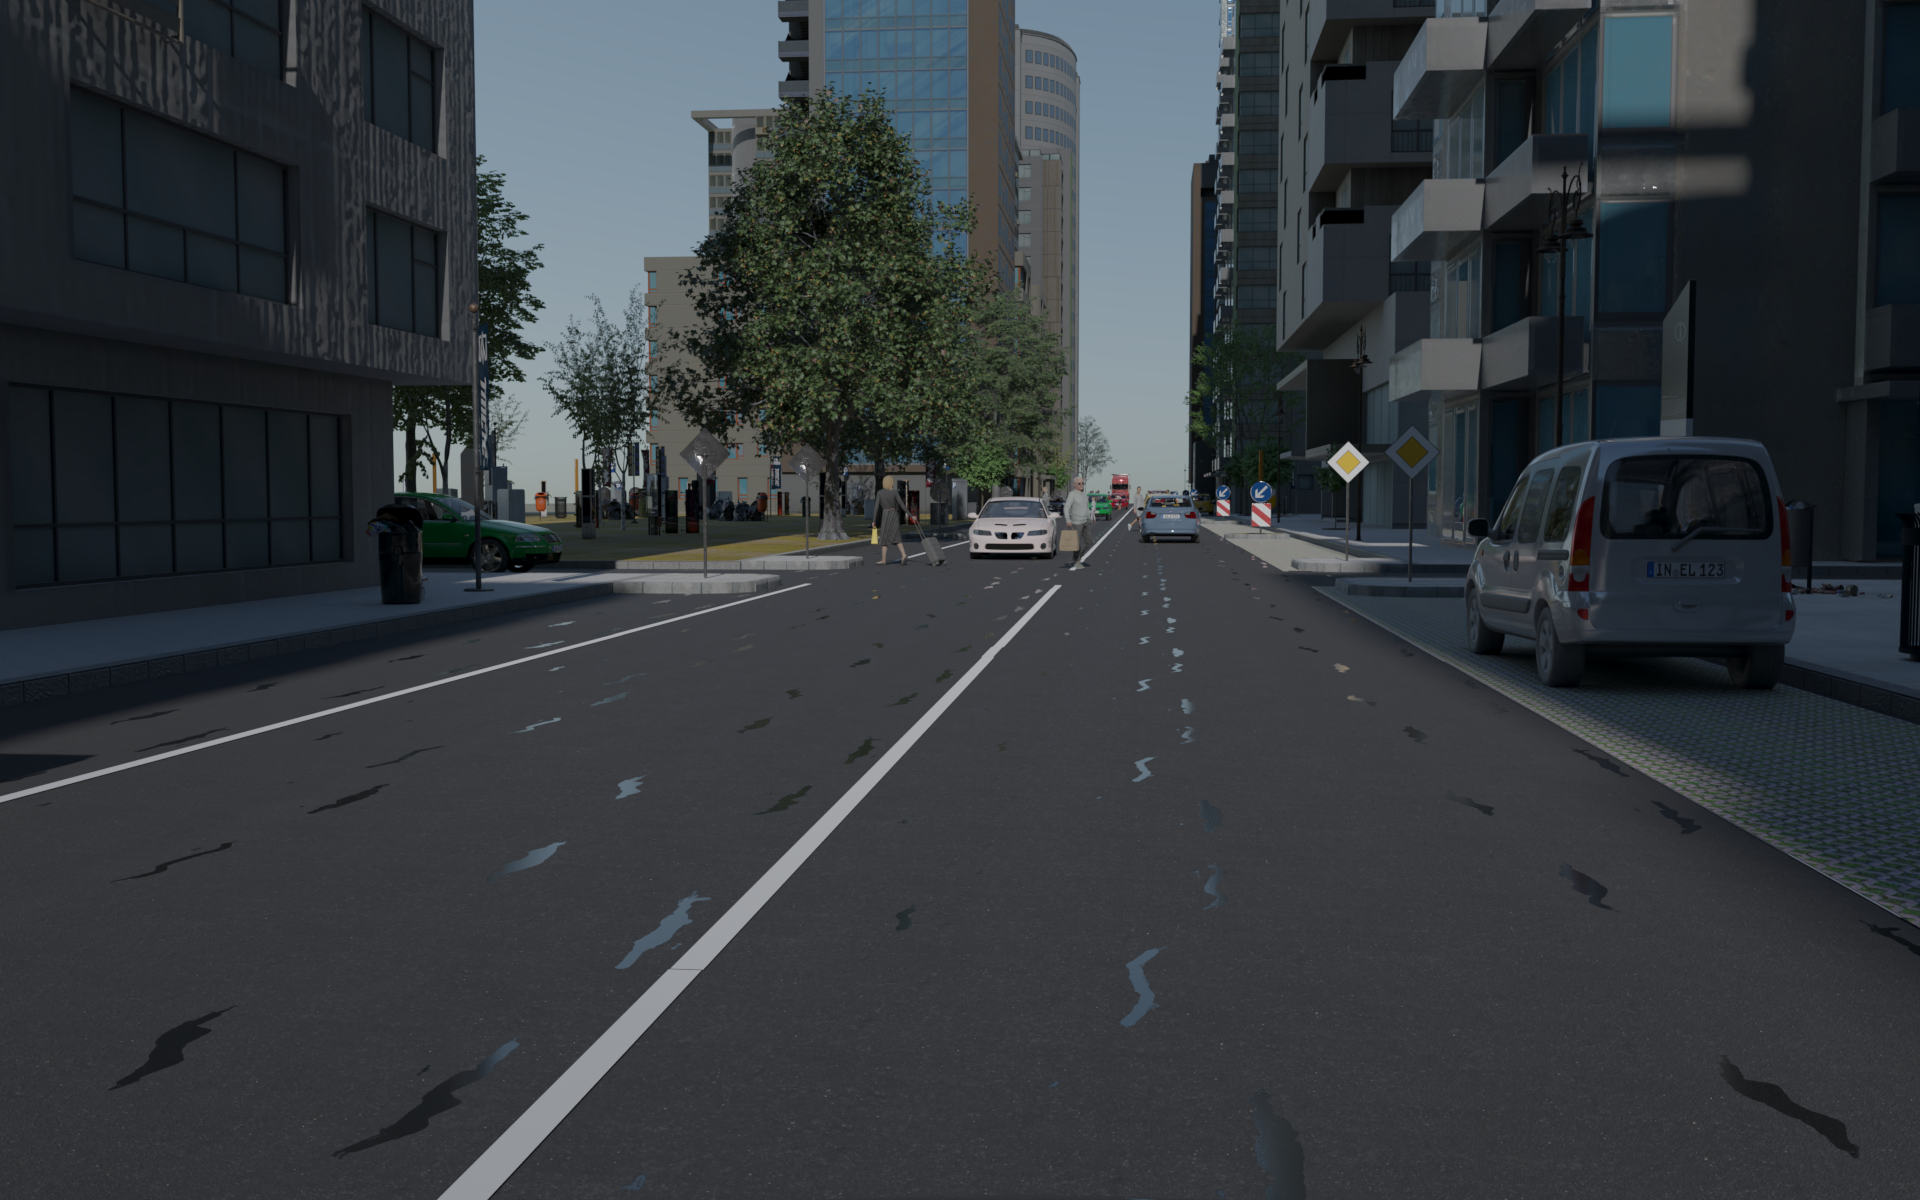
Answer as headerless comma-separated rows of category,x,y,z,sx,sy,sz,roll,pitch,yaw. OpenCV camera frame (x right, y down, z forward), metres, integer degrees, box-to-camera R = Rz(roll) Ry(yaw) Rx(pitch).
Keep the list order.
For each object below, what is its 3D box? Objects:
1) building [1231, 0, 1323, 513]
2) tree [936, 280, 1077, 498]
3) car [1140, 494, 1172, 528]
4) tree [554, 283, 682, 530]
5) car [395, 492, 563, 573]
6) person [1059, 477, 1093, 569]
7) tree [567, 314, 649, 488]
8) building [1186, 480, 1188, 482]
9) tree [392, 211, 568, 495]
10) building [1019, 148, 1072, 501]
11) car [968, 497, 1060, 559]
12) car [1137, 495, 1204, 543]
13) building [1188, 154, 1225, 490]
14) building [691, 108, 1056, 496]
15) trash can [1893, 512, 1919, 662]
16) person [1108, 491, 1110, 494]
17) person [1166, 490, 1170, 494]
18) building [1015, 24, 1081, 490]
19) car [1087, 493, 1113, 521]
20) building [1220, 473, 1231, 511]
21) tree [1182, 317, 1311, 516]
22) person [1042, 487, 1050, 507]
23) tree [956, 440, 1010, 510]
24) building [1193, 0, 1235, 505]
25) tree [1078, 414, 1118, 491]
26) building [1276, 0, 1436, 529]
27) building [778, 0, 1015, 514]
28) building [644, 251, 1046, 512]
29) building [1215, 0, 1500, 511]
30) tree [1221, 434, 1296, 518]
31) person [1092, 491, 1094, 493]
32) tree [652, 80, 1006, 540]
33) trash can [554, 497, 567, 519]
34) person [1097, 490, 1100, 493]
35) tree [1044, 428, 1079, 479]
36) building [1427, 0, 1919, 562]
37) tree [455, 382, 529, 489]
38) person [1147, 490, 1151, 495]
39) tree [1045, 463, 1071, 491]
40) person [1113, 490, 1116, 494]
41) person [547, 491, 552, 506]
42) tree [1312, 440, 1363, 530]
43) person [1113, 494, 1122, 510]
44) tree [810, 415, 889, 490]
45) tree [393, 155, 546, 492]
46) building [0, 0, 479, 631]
building,26.023,-26.708,120.268,14.154,41.232,14.086,0,4,6
tree,2.007,-11.986,102.634,9.857,13.997,8.962,0,3,0
car,8.412,-3.828,72.818,2.015,1.641,3.980,0,4,5
tree,-11.877,-6.777,61.162,4.360,8.622,3.978,0,3,0
car,-9.464,-1.350,30.869,4.718,1.807,1.959,0,4,5
person,2.204,-1.483,33.233,0.515,1.767,0.782,3,5,42
tree,-15.271,-7.423,71.724,4.737,8.622,4.395,0,3,0
building,44.815,-38.515,249.324,23.786,49.044,30.456,0,4,6
tree,-12.090,-5.463,39.685,4.737,8.622,4.395,0,3,0
building,5.561,-31.555,199.525,14.154,41.232,14.086,0,4,6
car,1.259,-1.673,39.708,2.083,1.381,4.827,0,4,5
car,6.326,-2.449,52.044,2.014,1.417,4.499,0,4,7
building,37.329,-35.334,227.825,14.600,45.320,14.200,0,4,6
building,-7.096,-29.005,166.114,32.217,40.220,23.993,0,4,6
trash can,7.550,-0.098,13.261,0.748,1.137,0.748,0,3,0
person,16.622,-11.235,192.894,1.217,1.736,0.721,3,4,38
person,13.238,-6.224,111.079,0.721,1.723,1.217,-3,4,-38
building,4.114,-41.491,220.382,21.231,58.520,28.212,0,4,6
car,7.380,-5.255,94.714,1.959,1.807,4.718,0,4,6
building,37.462,-27.297,138.187,32.217,40.220,23.993,0,4,6
tree,16.798,-10.699,100.678,9.928,11.665,9.643,0,3,0
person,4.301,-4.765,86.592,0.728,1.800,0.709,0,4,-5
tree,1.193,-6.821,95.234,4.285,4.588,4.351,0,3,0
building,39.382,-54.495,203.661,22.319,86.520,31.000,0,4,6
tree,19.041,-21.737,265.762,12.009,13.543,11.850,0,3,0
building,28.347,-29.679,74.484,28.713,52.752,27.495,0,4,6
building,-3.727,-28.521,116.428,14.600,45.320,14.200,0,4,6
building,-7.722,-18.003,139.385,27.650,21.520,28.899,0,4,6
building,35.884,-33.418,166.000,23.786,49.044,30.456,0,4,6
tree,16.743,-6.750,94.073,4.285,4.588,4.351,0,3,0
person,12.401,-9.451,163.472,0.683,1.767,0.568,0,4,-7
tree,-3.566,-8.026,48.230,9.611,12.733,9.660,0,3,0
trash can,-20.904,-4.833,90.672,0.748,1.137,0.748,0,3,0
person,13.865,-10.119,173.941,0.705,1.824,1.348,-2,4,-23
tree,10.381,-14.386,185.569,4.737,8.622,4.395,0,3,0
building,25.850,-25.722,40.163,30.456,49.044,23.786,0,4,6
tree,-24.829,-8.561,90.334,4.360,8.622,3.978,0,3,0
person,15.482,-8.178,142.992,0.721,1.735,1.217,-1,4,-14
tree,9.872,-12.006,180.007,4.285,4.588,4.351,0,3,0
person,18.422,-12.176,207.212,1.348,1.869,0.705,2,4,29
person,-46.600,-11.392,195.577,1.217,1.723,0.721,1,4,13
tree,13.433,-4.148,62.417,1.663,3.219,1.824,0,3,0
person,13.944,-8.640,152.959,0.628,1.438,0.799,1,4,22
tree,-4.122,-8.097,82.745,4.360,8.622,3.978,0,3,0
tree,-15.499,-8.066,50.005,7.486,12.596,7.792,0,3,0
building,-14.332,-20.635,20.970,14.086,41.232,14.154,0,4,6
